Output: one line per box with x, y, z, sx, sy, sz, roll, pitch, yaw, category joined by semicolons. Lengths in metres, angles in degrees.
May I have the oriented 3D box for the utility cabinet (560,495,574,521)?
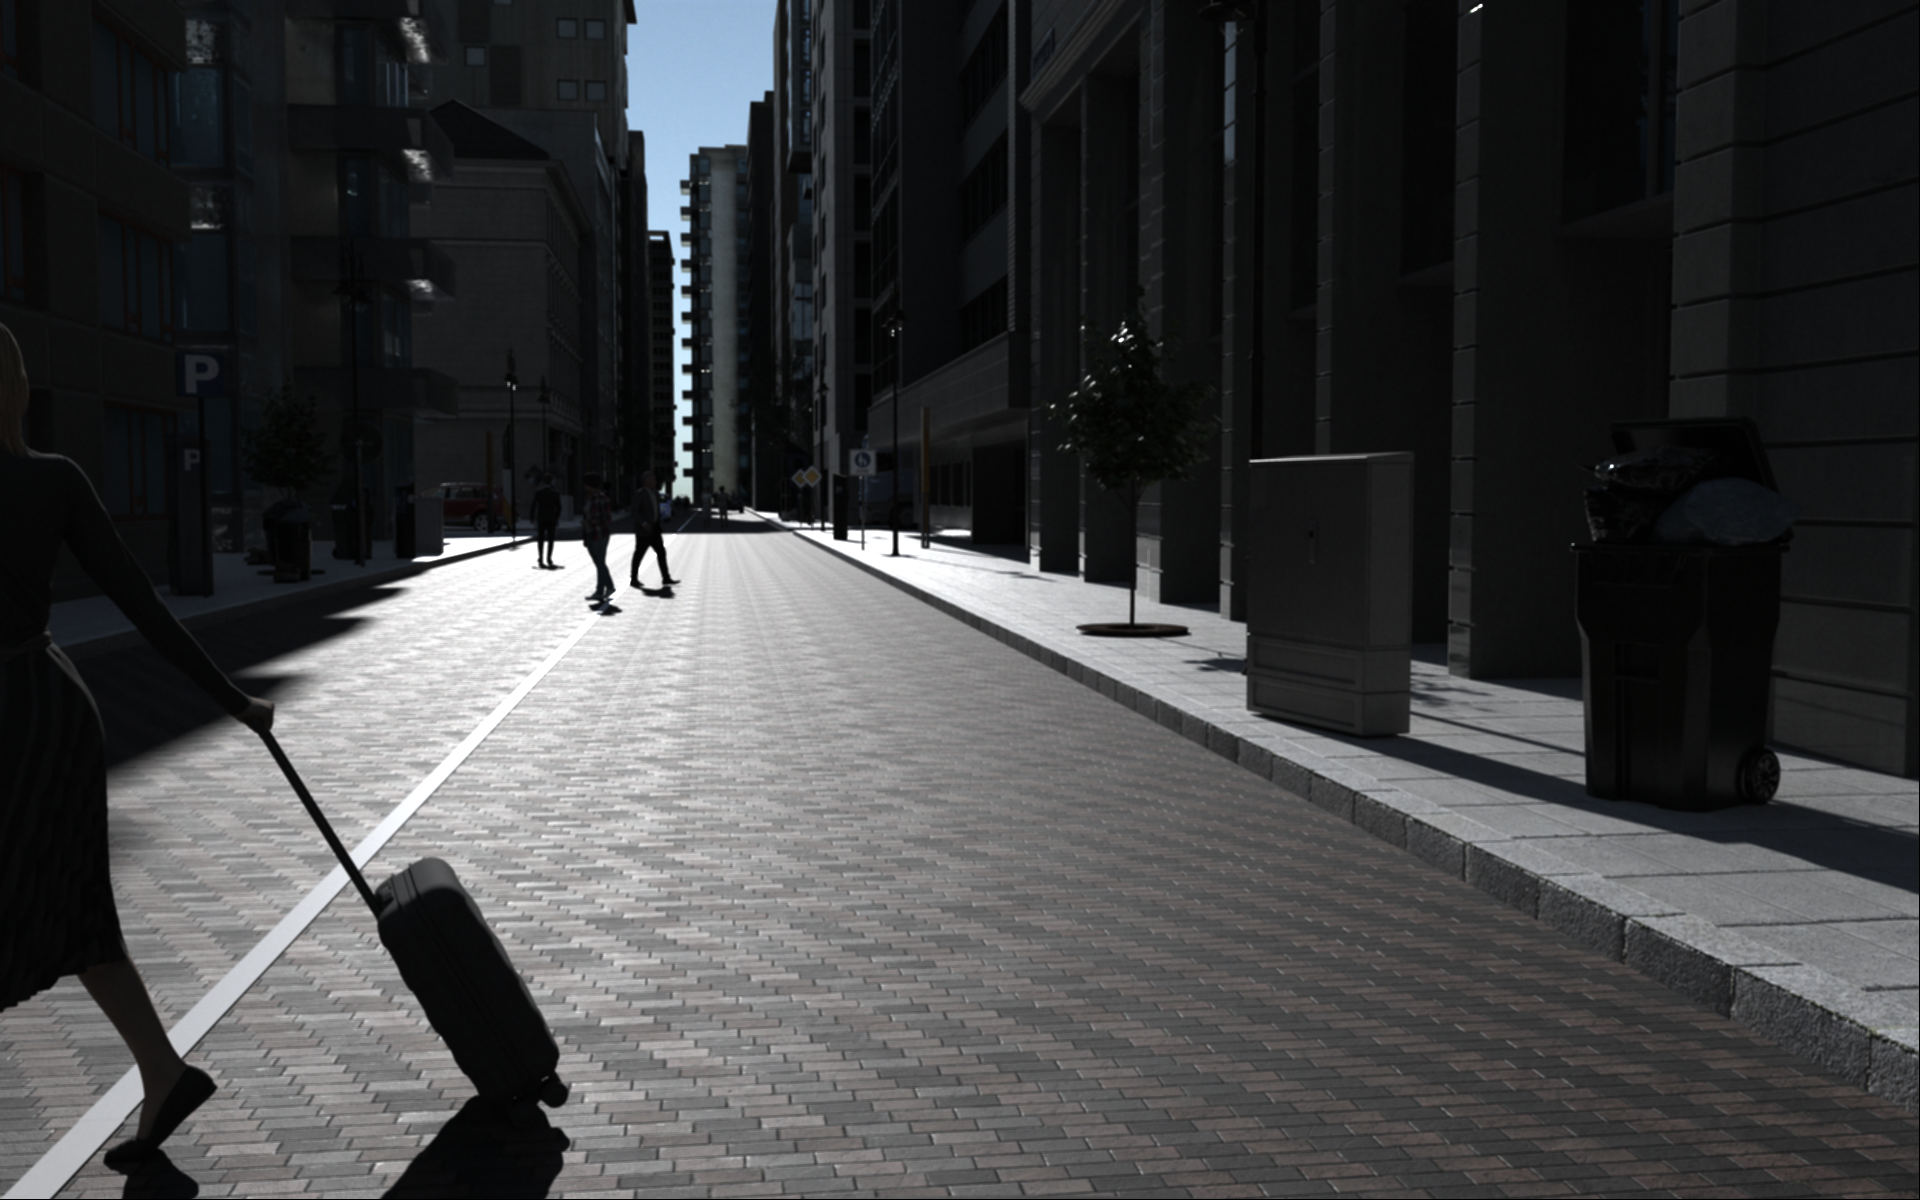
-18.604;-4.333;82.005;0.306;1.237;1.020;-2;4;-34;utility cabinet

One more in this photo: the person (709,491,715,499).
-23.478;-9.346;162.130;1.217;1.723;0.721;-1;4;-19;person

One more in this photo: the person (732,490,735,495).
-19.519;-8.516;148.178;0.568;1.767;0.683;0;4;7;person

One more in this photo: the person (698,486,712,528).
-10.718;-3.907;72.943;0.480;1.755;0.524;1;4;17;person

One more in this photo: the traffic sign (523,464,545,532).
-14.362;-3.357;58.531;0.795;2.450;0.064;0;4;-8;traffic sign

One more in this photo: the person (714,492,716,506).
-29.775;-12.294;210.973;0.593;1.643;0.415;3;4;36;person

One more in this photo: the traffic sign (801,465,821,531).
-5.106;-3.436;59.815;0.795;2.450;0.064;0;4;-8;traffic sign

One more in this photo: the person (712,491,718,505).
-24.849;-10.279;177.076;1.217;1.766;0.721;-1;4;-16;person

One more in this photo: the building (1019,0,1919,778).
8.584;-14.513;14.785;11.434;29.767;29.804;0;4;-8;building

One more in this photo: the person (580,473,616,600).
-4.904;-0.869;23.547;0.643;1.720;0.563;-3;4;-37;person

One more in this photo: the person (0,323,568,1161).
-1.614;0.309;3.671;1.509;1.804;0.699;-1;4;-21;person

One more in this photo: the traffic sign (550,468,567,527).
-15.481;-3.841;66.437;0.795;2.450;0.064;0;4;-8;traffic sign

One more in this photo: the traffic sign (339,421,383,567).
-10.480;-1.847;30.310;0.768;2.556;0.104;0;4;1;traffic sign

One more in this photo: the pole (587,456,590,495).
-20.090;-6.116;93.848;0.158;3.312;0.155;0;3;0;pole

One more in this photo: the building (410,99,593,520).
-25.027;-14.405;86.434;10.553;20.767;40.483;0;4;-8;building

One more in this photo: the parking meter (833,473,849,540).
-3.343;-2.624;48.617;0.399;1.863;0.255;1;4;15;parking meter

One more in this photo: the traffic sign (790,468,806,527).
-6.225;-3.919;67.722;0.795;2.450;0.064;0;4;-8;traffic sign

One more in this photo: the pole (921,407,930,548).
-0.818;-2.875;40.845;0.158;3.312;0.155;0;3;0;pole

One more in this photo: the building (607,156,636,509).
-35.072;-22.940;146.763;14.160;30.474;14.107;0;4;-8;building

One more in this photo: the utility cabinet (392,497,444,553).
-11.784;-1.623;37.690;1.020;1.237;0.306;0;4;-5;utility cabinet

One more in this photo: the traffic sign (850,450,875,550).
-2.217;-2.285;39.488;0.606;2.300;0.079;0;4;-2;traffic sign

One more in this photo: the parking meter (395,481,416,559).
-11.060;-1.598;34.543;0.372;1.533;0.369;0;3;0;parking meter

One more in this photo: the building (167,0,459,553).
-29.509;-25.958;44.026;30.456;49.044;23.786;0;4;-8;building

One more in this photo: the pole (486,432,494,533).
-15.361;-3.839;56.613;0.158;3.312;0.155;0;3;0;pole

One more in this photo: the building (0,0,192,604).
-23.092;-10.040;9.193;27.650;21.520;28.899;0;4;-8;building

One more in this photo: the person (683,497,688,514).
-20.068;-6.930;126.476;0.373;1.253;0.362;2;4;27;person

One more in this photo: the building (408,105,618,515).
-29.729;-18.231;116.099;12.078;24.808;19.932;0;4;-8;building

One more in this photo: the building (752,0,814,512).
-3.106;-49.364;119.776;22.319;86.520;31.000;0;4;-8;building

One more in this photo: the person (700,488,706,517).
-15.903;-6.087;107.866;0.795;1.843;0.661;1;4;21;person

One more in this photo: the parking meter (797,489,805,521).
-7.497;-4.487;81.776;0.372;1.533;0.369;0;3;0;parking meter

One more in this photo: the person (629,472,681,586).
-4.785;-1.106;26.975;0.834;1.777;0.661;1;4;21;person

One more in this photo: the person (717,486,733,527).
-10.160;-4.036;74.852;0.716;1.782;0.532;-1;4;-9;person

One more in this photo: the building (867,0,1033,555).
5.913;-13.802;44.735;14.314;24.678;30.058;0;4;-8;building

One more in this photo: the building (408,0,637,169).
-45.916;-35.311;166.578;28.713;52.752;27.495;0;4;-8;building

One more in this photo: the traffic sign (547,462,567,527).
-15.817;-4.155;68.041;0.768;2.556;0.104;0;4;-4;traffic sign

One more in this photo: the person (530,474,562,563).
-8.584;-1.687;35.862;0.659;1.850;0.755;-1;4;-16;person

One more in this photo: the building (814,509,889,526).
3.961;-39.166;78.611;20.611;71.187;20.563;0;4;-8;building

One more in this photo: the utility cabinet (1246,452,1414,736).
2.012;-0.055;9.571;0.318;1.500;1.173;-1;4;-21;utility cabinet

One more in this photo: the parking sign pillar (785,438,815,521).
-7.745;-5.815;83.543;1.447;3.967;1.447;-1;4;-15;parking sign pillar

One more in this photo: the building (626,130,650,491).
-41.521;-30.882;188.507;14.154;41.232;14.086;0;4;-8;building

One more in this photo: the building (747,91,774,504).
-14.284;-35.634;206.322;21.300;48.544;21.600;0;4;-8;building
